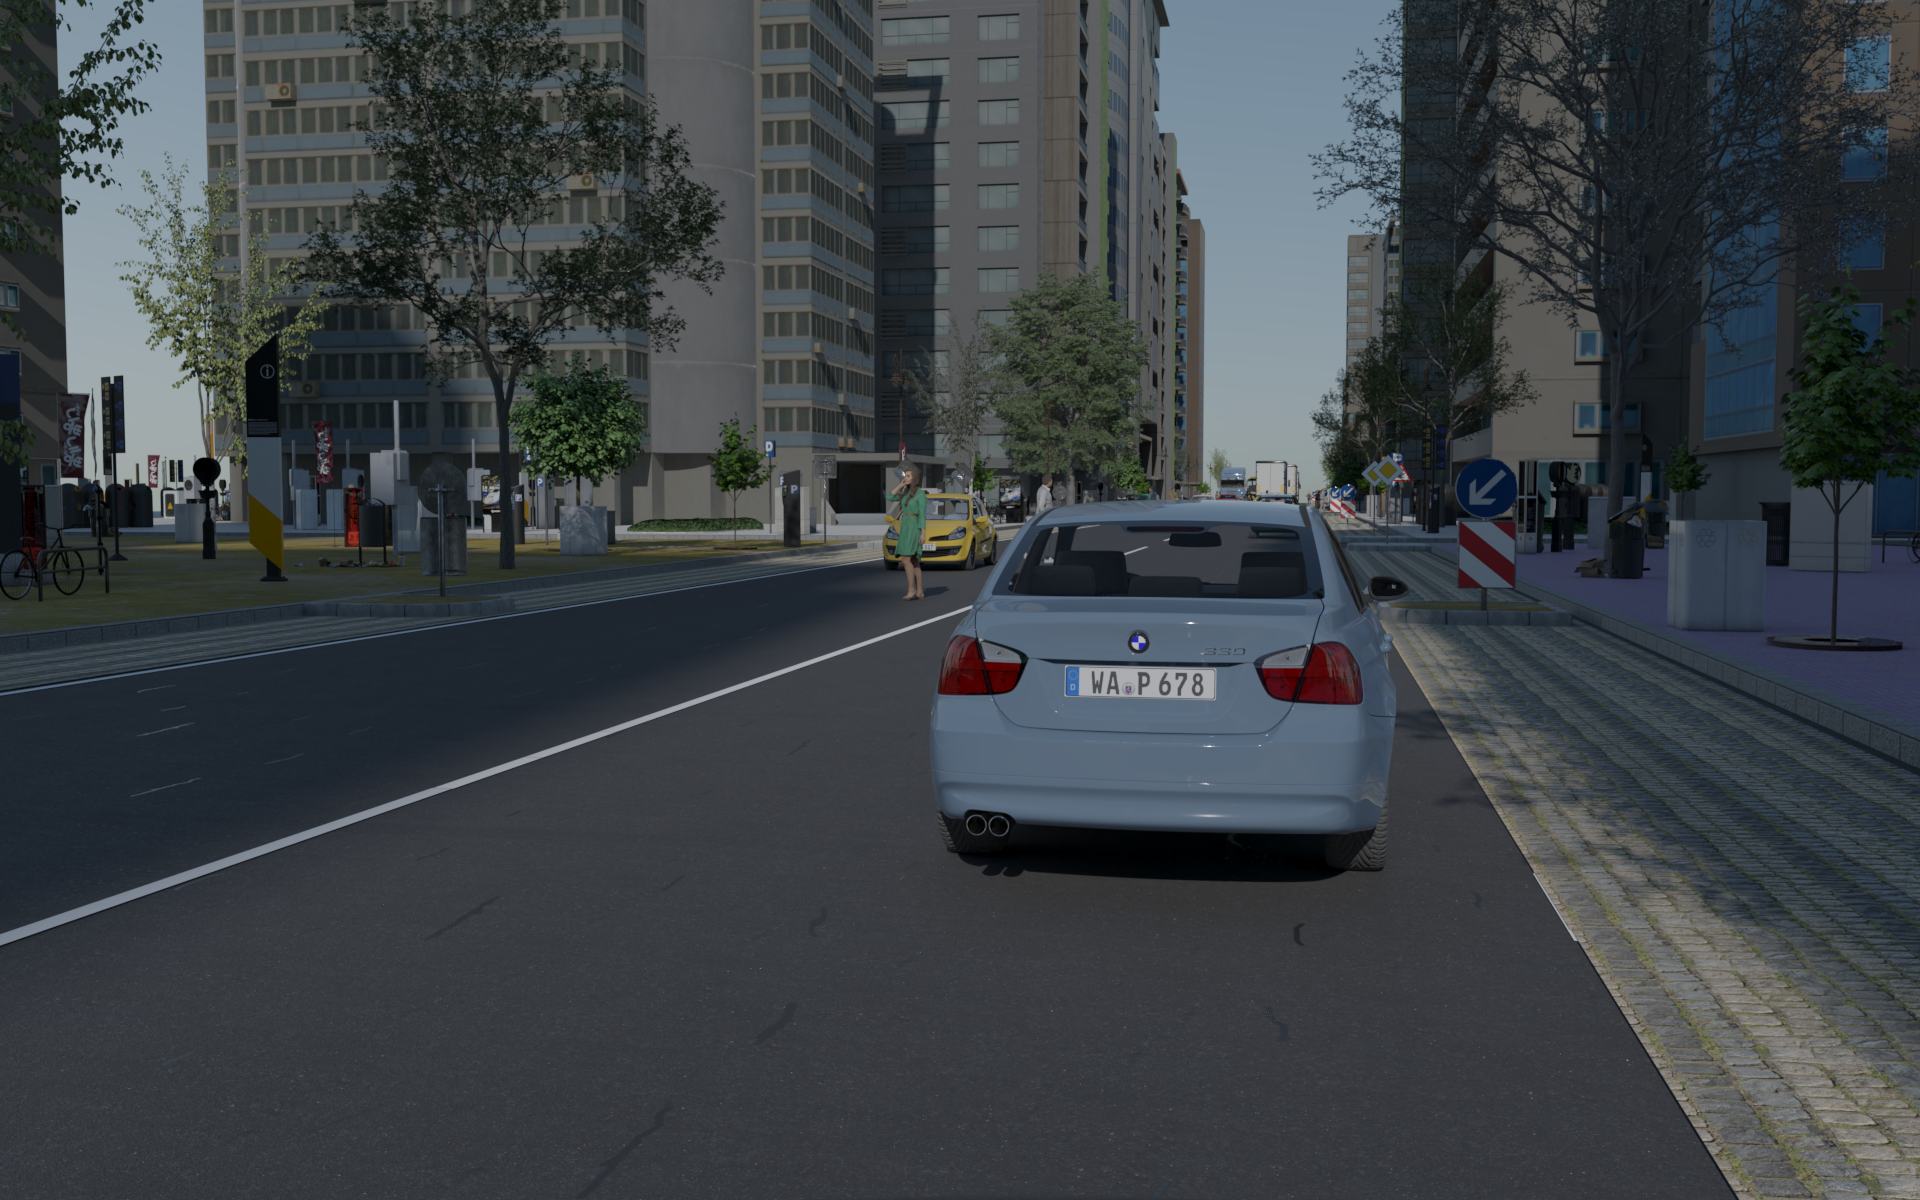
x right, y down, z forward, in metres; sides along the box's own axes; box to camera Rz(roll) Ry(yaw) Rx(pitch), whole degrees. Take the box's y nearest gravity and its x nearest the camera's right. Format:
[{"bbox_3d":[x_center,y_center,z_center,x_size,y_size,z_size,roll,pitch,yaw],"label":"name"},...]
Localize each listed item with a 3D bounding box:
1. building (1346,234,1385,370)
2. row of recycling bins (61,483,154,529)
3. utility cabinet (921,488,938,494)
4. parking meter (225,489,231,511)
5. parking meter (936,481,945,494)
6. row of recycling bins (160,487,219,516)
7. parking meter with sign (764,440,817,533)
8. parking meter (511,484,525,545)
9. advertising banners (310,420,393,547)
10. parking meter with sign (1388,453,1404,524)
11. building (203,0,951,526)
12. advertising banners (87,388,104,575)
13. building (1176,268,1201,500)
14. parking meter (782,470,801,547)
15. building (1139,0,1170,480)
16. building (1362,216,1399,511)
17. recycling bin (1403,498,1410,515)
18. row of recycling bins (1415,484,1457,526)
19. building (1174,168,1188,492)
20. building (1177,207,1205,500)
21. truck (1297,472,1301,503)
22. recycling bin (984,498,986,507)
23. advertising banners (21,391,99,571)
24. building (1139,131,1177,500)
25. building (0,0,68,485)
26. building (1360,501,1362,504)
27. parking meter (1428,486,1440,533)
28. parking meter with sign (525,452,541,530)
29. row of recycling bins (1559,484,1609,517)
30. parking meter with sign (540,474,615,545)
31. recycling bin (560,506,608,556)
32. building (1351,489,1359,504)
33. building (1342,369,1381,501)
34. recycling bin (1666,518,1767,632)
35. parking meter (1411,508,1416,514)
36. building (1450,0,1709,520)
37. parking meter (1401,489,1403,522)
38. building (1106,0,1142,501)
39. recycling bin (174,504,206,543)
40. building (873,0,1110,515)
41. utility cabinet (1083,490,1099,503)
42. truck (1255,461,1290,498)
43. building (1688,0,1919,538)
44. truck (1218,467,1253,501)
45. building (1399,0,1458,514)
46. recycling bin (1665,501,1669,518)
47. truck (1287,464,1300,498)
[{"bbox_3d":[67.924,-36.042,272.880,14.154,41.232,14.086,1,4,11],"label":"building"},{"bbox_3d":[-32.446,-3.581,65.660,1.069,1.692,3.534,3,4,38],"label":"row of recycling bins"},{"bbox_3d":[-1.439,-3.494,65.807,1.173,1.500,0.318,0,4,-3],"label":"utility cabinet"},{"bbox_3d":[-39.673,-5.232,93.956,0.372,1.533,0.369,0,3,0],"label":"parking meter"},{"bbox_3d":[-0.896,-4.468,78.766,0.399,1.863,0.255,1,4,18],"label":"parking meter"},{"bbox_3d":[-45.267,-5.786,101.706,1.069,1.692,3.534,2,4,32],"label":"row of recycling bins"},{"bbox_3d":[-5.537,-3.711,56.933,1.738,3.016,0.543,-3,5,-39],"label":"parking meter with sign"},{"bbox_3d":[-11.270,-2.181,44.072,0.372,1.533,0.369,0,3,0],"label":"parking meter"},{"bbox_3d":[-14.644,-2.795,41.880,2.074,3.025,0.090,-3,5,-41],"label":"advertising banners"},{"bbox_3d":[18.587,-4.756,74.024,0.543,3.016,1.738,0,4,8],"label":"parking meter with sign"},{"bbox_3d":[-17.321,-23.754,80.257,32.217,40.220,23.993,1,4,11],"label":"building"},{"bbox_3d":[-14.007,-1.952,28.099,0.090,3.025,2.074,-2,4,-28],"label":"advertising banners"},{"bbox_3d":[19.477,-34.551,256.787,32.217,40.220,23.993,1,4,11],"label":"building"},{"bbox_3d":[-4.063,-2.204,41.746,0.399,1.863,0.255,-2,4,-31],"label":"parking meter"},{"bbox_3d":[5.450,-35.666,172.369,28.713,52.752,27.495,1,4,11],"label":"building"},{"bbox_3d":[54.249,-28.529,158.324,32.217,40.220,23.993,1,4,11],"label":"building"},{"bbox_3d":[26.586,-5.616,104.369,0.722,1.027,0.722,-3,4,-36],"label":"recycling bin"},{"bbox_3d":[19.727,-3.964,71.925,1.069,1.692,3.534,0,4,-1],"label":"row of recycling bins"},{"bbox_3d":[18.498,-35.142,229.195,22.147,44.769,28.867,1,4,11],"label":"building"},{"bbox_3d":[31.324,-38.180,274.356,14.600,45.320,14.200,1,4,11],"label":"building"},{"bbox_3d":[42.256,-14.271,222.250,2.839,4.237,11.283,1,4,12],"label":"truck"},{"bbox_3d":[1.021,-5.380,100.518,0.722,1.027,0.722,-3,5,-41],"label":"recycling bin"},{"bbox_3d":[-15.867,-2.035,29.453,2.074,3.025,0.090,-3,5,-41],"label":"advertising banners"},{"bbox_3d":[16.351,-31.079,191.733,14.154,41.232,14.086,1,4,11],"label":"building"},{"bbox_3d":[-55.989,-27.640,75.620,21.600,48.544,21.300,1,4,11],"label":"building"},{"bbox_3d":[59.427,-29.959,181.714,32.217,40.220,23.993,1,4,11],"label":"building"},{"bbox_3d":[15.663,-2.988,57.266,0.372,1.533,0.369,0,3,0],"label":"parking meter"},{"bbox_3d":[-15.073,-4.082,63.001,0.543,3.016,1.738,1,4,20],"label":"parking meter with sign"},{"bbox_3d":[25.005,-3.801,69.260,1.069,1.692,3.534,3,5,44],"label":"row of recycling bins"},{"bbox_3d":[-9.650,-2.914,43.898,1.738,3.016,0.543,-1,4,-22],"label":"parking meter with sign"},{"bbox_3d":[-7.879,-1.450,36.257,0.722,1.027,0.722,3,4,38],"label":"recycling bin"},{"bbox_3d":[67.543,-32.537,223.867,32.217,40.220,23.993,1,4,11],"label":"building"},{"bbox_3d":[69.856,-24.844,251.243,27.650,21.520,28.899,1,4,11],"label":"building"},{"bbox_3d":[7.192,-0.240,16.479,0.722,1.027,0.722,1,4,10],"label":"recycling bin"},{"bbox_3d":[29.007,-6.409,110.504,0.255,1.863,0.399,3,5,45],"label":"parking meter"},{"bbox_3d":[35.001,-27.922,80.233,21.300,48.544,21.600,1,4,11],"label":"building"},{"bbox_3d":[20.539,-4.442,81.044,0.372,1.533,0.369,0,3,0],"label":"parking meter"},{"bbox_3d":[3.226,-36.807,143.786,21.231,58.520,28.212,1,4,11],"label":"building"},{"bbox_3d":[-20.211,-2.016,45.520,0.722,1.027,0.722,-1,4,-19],"label":"recycling bin"},{"bbox_3d":[1.898,-26.204,112.033,14.154,41.232,14.086,1,4,11],"label":"building"},{"bbox_3d":[7.881,-5.833,104.053,0.318,1.500,1.173,3,5,44],"label":"utility cabinet"},{"bbox_3d":[27.214,-9.906,150.880,2.839,4.237,11.283,1,4,12],"label":"truck"},{"bbox_3d":[32.351,-24.723,54.330,14.200,45.320,14.600,1,4,11],"label":"building"},{"bbox_3d":[28.966,-11.689,180.876,2.967,4.110,18.799,1,4,12],"label":"truck"},{"bbox_3d":[36.645,-26.463,116.259,14.154,41.232,14.086,1,4,11],"label":"building"},{"bbox_3d":[27.452,-3.300,66.509,0.722,1.027,0.722,-3,5,-42],"label":"recycling bin"},{"bbox_3d":[31.724,-11.054,169.639,2.839,4.237,11.283,1,4,12],"label":"truck"}]
